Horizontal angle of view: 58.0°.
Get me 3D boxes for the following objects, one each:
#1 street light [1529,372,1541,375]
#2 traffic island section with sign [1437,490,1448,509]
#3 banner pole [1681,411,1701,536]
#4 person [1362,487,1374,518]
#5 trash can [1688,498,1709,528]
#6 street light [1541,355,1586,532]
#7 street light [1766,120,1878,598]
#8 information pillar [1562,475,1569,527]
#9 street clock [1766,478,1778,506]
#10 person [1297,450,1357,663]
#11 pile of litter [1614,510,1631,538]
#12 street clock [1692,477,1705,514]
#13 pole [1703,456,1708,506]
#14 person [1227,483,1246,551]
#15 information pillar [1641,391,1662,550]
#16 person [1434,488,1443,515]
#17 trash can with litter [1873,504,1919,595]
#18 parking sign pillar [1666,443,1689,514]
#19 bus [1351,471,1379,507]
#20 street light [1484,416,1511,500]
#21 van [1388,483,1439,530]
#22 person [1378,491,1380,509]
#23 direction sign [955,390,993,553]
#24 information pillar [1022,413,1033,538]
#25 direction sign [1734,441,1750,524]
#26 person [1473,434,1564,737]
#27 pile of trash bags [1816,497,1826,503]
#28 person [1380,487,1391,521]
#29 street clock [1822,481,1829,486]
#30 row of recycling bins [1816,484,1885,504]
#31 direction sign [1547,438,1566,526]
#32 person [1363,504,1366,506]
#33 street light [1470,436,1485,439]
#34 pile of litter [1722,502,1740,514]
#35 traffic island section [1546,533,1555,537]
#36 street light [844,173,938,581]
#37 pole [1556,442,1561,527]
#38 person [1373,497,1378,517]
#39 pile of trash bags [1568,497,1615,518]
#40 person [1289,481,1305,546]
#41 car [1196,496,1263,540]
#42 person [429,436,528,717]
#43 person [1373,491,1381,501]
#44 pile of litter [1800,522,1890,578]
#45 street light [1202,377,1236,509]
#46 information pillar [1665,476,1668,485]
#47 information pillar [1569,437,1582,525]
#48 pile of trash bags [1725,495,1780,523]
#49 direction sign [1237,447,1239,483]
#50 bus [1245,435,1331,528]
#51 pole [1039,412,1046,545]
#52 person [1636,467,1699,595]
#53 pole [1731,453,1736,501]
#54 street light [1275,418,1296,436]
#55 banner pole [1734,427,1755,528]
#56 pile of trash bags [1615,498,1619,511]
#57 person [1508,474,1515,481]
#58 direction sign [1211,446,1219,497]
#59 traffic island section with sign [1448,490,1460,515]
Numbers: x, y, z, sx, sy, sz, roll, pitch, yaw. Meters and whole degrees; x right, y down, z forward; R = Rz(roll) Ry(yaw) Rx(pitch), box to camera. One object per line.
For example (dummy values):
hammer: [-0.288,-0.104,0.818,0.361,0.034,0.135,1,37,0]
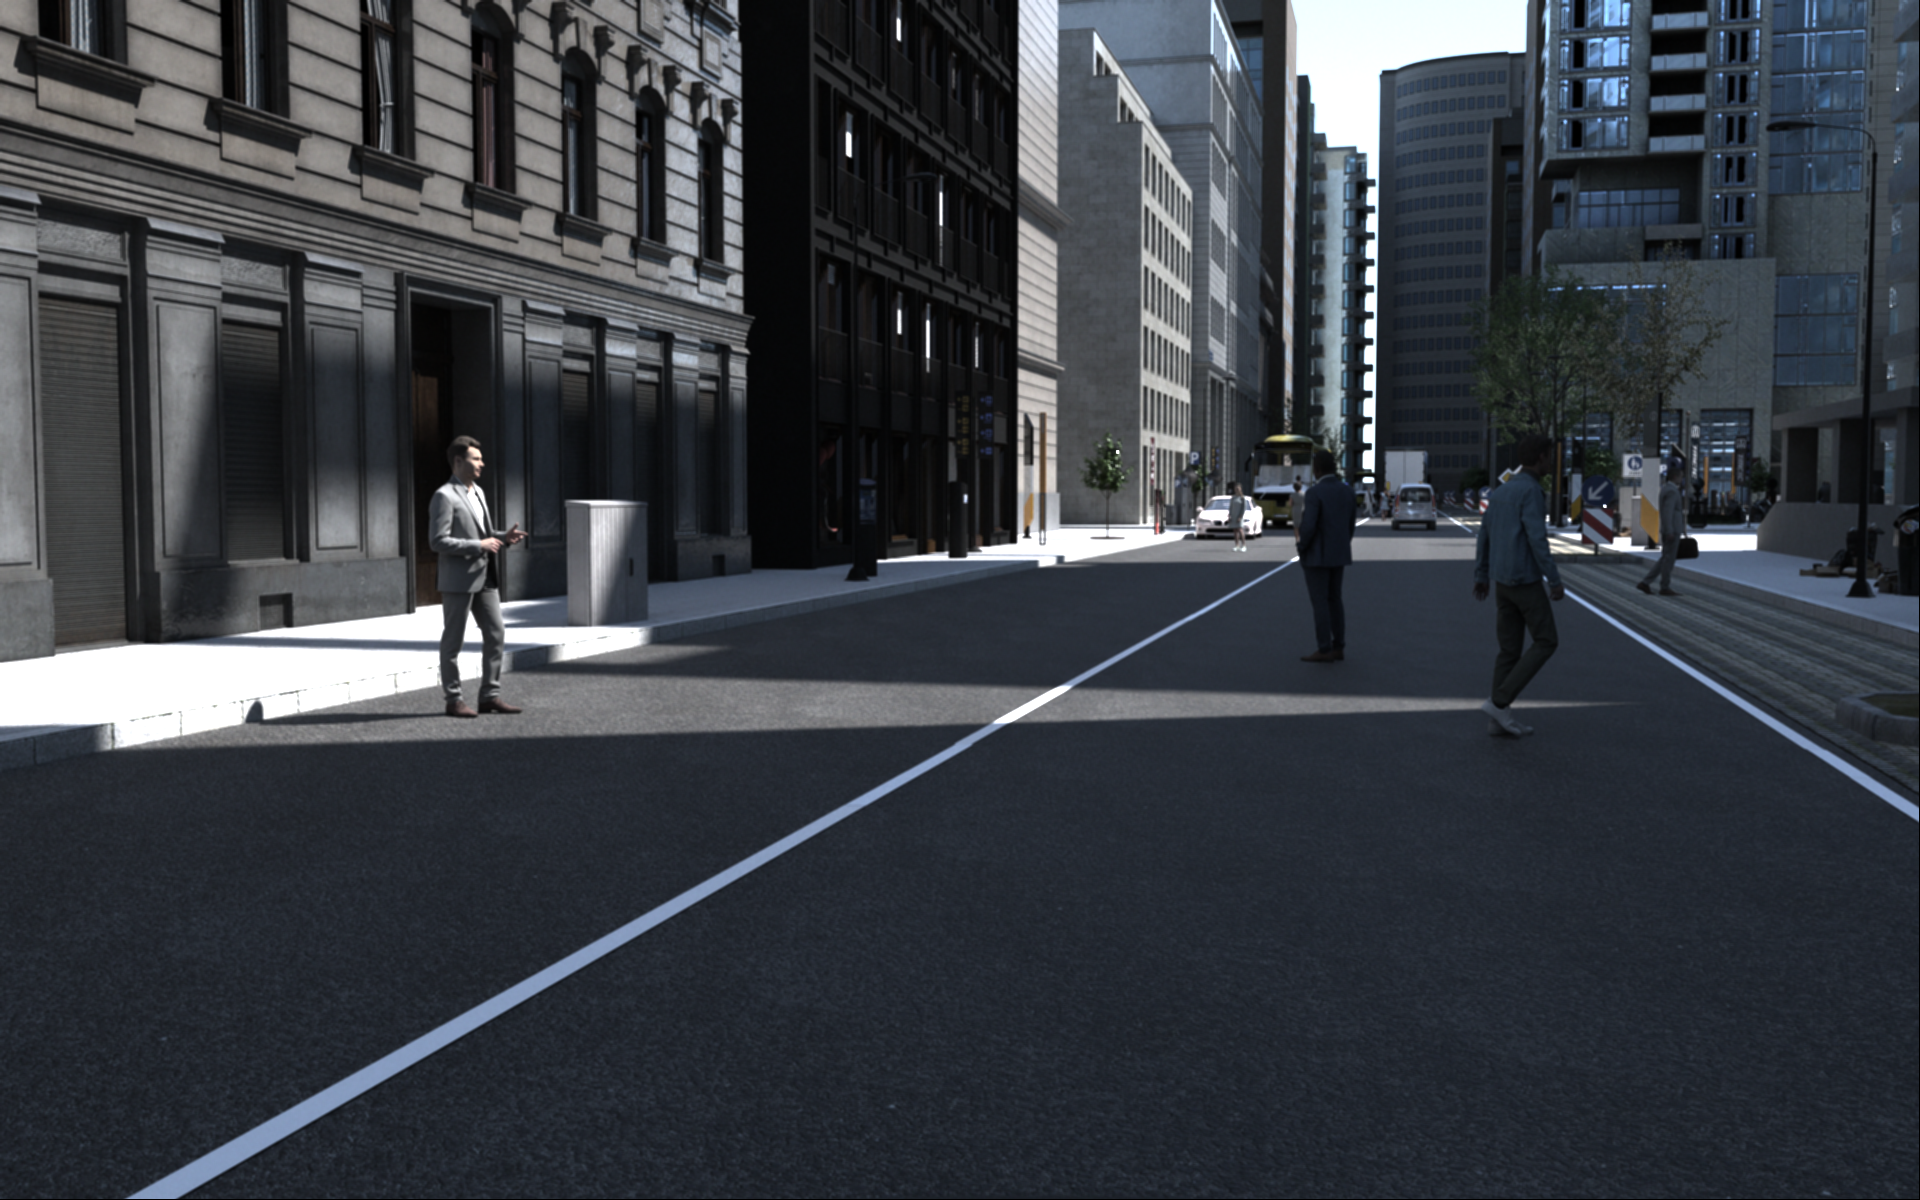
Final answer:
street light: [22.309,-5.704,65.802,1.470,5.913,1.316,1,4,15]
traffic island section with sign: [46.666,-9.546,164.697,1.989,1.847,2.006,1,4,15]
banner pole: [22.223,-3.830,52.629,0.863,3.779,0.401,-2,4,-33]
person: [24.065,-5.734,102.132,0.514,1.842,0.818,-3,5,-42]
trash can: [27.678,-3.259,64.932,0.748,1.137,0.748,0,3,0]
street light: [20.325,-5.228,58.017,1.470,5.913,1.316,1,4,15]
street light: [10.711,-2.998,21.562,1.470,5.913,1.316,1,4,15]
information pillar: [23.866,-3.916,68.515,0.304,2.012,0.304,-1,4,-9]
street clock: [37.209,-4.579,79.438,0.471,2.002,0.358,-1,4,-9]
person: [3.142,-0.374,14.799,0.721,1.800,0.419,-3,5,-42]
pile of litter: [19.804,-2.312,51.761,1.719,0.858,1.176,-3,5,-42]
street clock: [34.529,-4.676,81.015,0.358,2.002,0.471,-3,5,-43]
pole: [40.401,-6.117,93.863,0.158,3.312,0.155,0,3,0]
person: [7.017,-2.092,43.712,0.512,1.701,0.522,2,4,32]
information pillar: [15.888,-2.963,39.802,0.183,3.616,0.504,-1,4,-23]
person: [32.061,-6.608,116.517,0.794,1.824,0.713,-1,4,-23]
trash can with litter: [12.055,-0.656,22.109,0.624,1.170,1.055,0,4,-3]
parking sign pillar: [37.468,-6.238,90.456,1.447,3.967,1.447,-1,4,-13]
bus: [44.481,-12.143,190.076,2.896,3.916,12.252,1,4,14]
street light: [31.838,-7.923,102.088,1.470,5.913,1.316,1,4,15]
van: [18.302,-3.844,69.868,2.013,2.044,4.112,1,4,13]
person: [39.347,-9.376,162.620,0.721,1.723,1.217,0,4,-5]
direction sign: [0.316,-2.818,38.065,0.876,3.537,0.379,-1,4,-18]
information pillar: [1.973,-3.587,49.995,0.183,3.616,0.504,-1,4,-23]
direction sign: [33.761,-5.063,74.783,0.379,3.537,0.876,-1,4,-23]
person: [3.272,-0.084,10.215,0.444,1.785,0.601,0,4,-6]
pile of trash bags: [49.742,-5.295,96.319,1.912,1.369,3.447,-3,5,-45]
person: [22.546,-5.088,91.776,0.616,1.811,0.778,1,4,18]
street clock: [47.431,-5.525,94.900,0.358,2.002,0.471,1,4,10]
row of recycling bins: [37.175,-4.043,73.221,3.534,1.692,1.069,0,4,7]
direction sign: [24.046,-4.780,70.142,0.876,3.537,0.379,2,4,34]
person: [47.756,-11.910,204.171,0.436,1.711,0.756,-1,4,-17]
street light: [41.362,-10.141,138.344,1.470,5.913,1.316,1,4,15]
pile of litter: [40.362,-4.678,90.452,1.719,0.858,1.176,-3,5,-44]
traffic island section: [18.938,-2.215,58.503,2.009,0.180,2.903,1,4,15]
street light: [-1.005,-3.229,25.332,1.470,5.913,1.316,1,4,15]
pole: [23.609,-4.547,68.182,0.158,3.312,0.155,0,3,0]
person: [25.828,-5.774,107.594,0.332,1.250,0.352,-1,4,-13]
pile of trash bags: [33.702,-5.121,93.474,1.912,1.369,3.447,0,4,5]
person: [9.406,-2.376,47.700,0.716,1.782,0.532,0,4,4]
car: [8.769,-2.679,56.160,2.083,1.381,4.827,1,4,14]
person: [-3.097,-0.149,11.142,0.583,1.804,0.606,1,4,11]
person: [38.676,-9.287,161.064,1.217,1.735,0.721,-2,4,-27]
pile of litter: [13.764,-0.780,26.724,1.176,0.858,1.719,0,4,-6]
street light: [10.242,-5.886,68.774,1.470,5.913,1.316,1,4,15]
information pillar: [28.455,-3.979,69.547,0.304,2.012,0.304,2,4,28]
information pillar: [25.383,-4.890,71.312,0.504,3.616,0.183,-2,4,-27]
pile of trash bags: [35.815,-4.133,77.324,1.912,1.369,3.447,-3,5,-40]
direction sign: [13.381,-5.593,83.436,0.379,3.537,0.876,0,4,7]
bus: [14.572,-5.141,75.606,2.896,3.916,12.252,1,4,16]
pole: [2.075,-3.028,43.357,0.158,3.312,0.155,0,3,0]
person: [10.002,-0.963,24.365,0.853,1.813,0.709,1,4,9]
pole: [38.662,-5.669,86.534,0.158,3.312,0.155,0,3,0]
street light: [19.730,-8.131,105.476,1.470,5.913,1.316,1,4,15]
banner pole: [29.603,-4.609,65.376,0.401,3.779,0.863,-3,4,-38]
pile of trash bags: [36.607,-5.428,98.493,1.912,1.369,3.447,1,4,22]
person: [11.194,-1.626,34.959,0.514,1.842,0.818,-2,4,-28]
direction sign: [12.106,-5.523,82.298,0.379,3.537,0.876,2,4,30]
traffic island section with sign: [34.120,-6.605,116.619,1.989,1.847,2.006,1,4,15]
